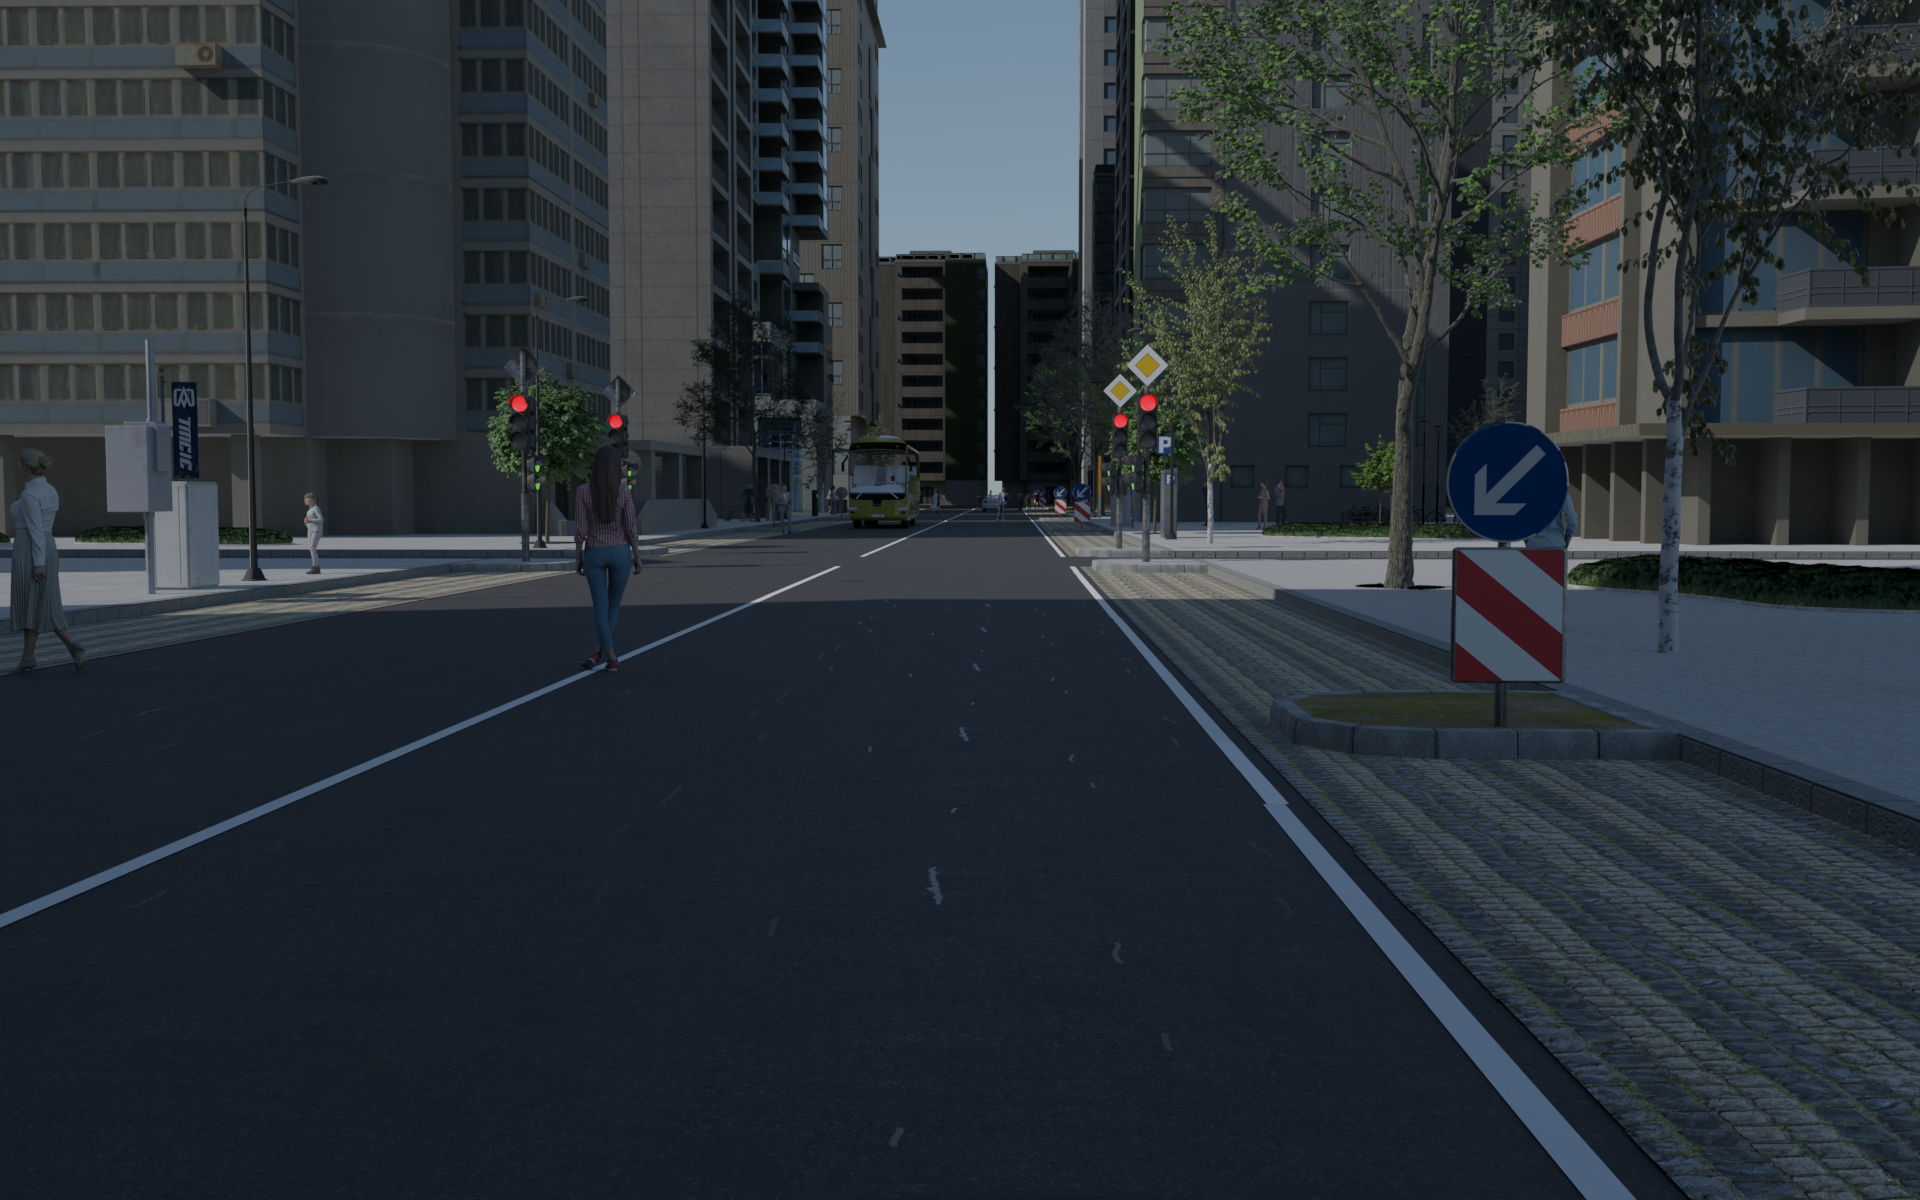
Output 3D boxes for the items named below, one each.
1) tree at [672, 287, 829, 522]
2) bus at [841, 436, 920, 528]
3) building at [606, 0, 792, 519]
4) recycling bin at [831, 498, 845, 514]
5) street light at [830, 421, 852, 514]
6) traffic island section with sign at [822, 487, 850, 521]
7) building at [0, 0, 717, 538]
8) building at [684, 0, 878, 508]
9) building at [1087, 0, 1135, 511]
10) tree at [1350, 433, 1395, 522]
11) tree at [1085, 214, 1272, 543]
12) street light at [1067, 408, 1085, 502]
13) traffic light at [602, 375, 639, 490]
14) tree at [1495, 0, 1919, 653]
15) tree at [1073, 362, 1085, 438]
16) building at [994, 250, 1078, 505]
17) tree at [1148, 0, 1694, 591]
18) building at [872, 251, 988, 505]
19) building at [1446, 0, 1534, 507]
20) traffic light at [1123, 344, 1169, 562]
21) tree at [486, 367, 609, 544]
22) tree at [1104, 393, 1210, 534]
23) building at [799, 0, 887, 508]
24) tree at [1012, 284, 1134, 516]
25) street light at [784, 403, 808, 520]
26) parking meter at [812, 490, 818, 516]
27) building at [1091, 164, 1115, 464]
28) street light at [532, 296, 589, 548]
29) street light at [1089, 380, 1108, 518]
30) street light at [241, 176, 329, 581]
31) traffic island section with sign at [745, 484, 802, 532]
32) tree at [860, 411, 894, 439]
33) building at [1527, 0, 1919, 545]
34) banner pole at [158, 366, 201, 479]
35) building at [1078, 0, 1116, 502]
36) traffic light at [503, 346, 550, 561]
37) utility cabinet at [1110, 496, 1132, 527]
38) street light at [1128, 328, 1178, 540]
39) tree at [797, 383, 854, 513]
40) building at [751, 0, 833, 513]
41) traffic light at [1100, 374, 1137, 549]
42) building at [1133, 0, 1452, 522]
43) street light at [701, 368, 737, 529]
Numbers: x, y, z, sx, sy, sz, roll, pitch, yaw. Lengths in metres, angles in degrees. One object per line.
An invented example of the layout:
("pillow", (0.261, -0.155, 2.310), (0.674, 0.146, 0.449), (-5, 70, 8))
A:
("tree", (-9.597, -8.835, 78.856), (7.601, 10.594, 8.767), (-1, 4, -14))
("bus", (-3.276, -5.191, 76.417), (2.896, 3.916, 12.252), (0, 4, 1))
("building", (-20.351, -40.284, 96.896), (20.563, 71.187, 20.611), (0, 4, 2))
("recycling bin", (-7.977, -6.154, 113.165), (0.722, 1.027, 0.722), (-1, 4, -21))
("street light", (-7.527, -8.374, 109.450), (1.470, 5.913, 1.316), (0, 4, 2))
("traffic island section with sign", (-6.287, -5.133, 92.559), (1.989, 1.847, 2.006), (0, 4, 2))
("building", (-25.809, -22.519, 60.071), (32.217, 40.220, 23.993), (0, 4, 2))
("building", (-20.900, -47.247, 210.743), (20.611, 71.187, 20.563), (0, 4, 2))
("building", (20.806, -42.636, 135.355), (20.563, 71.187, 20.611), (0, 4, 2))
("tree", (13.501, -3.732, 55.623), (1.663, 3.219, 1.824), (0, 3, 0))
("tree", (6.297, -5.772, 44.736), (4.737, 8.622, 4.395), (0, 3, 0))
("street light", (6.692, -7.387, 93.313), (1.470, 5.913, 1.316), (0, 4, 2))
("traffic light", (-8.035, -3.179, 40.895), (0.839, 4.253, 0.868), (0, 4, 2))
("tree", (5.972, -3.876, 13.736), (4.360, 8.622, 3.978), (0, 3, 0))
("tree", (7.132, -7.637, 75.228), (4.737, 8.622, 4.395), (0, 3, 0))
("building", (11.043, -26.688, 208.054), (14.107, 30.474, 14.160), (0, 4, 2))
("tree", (6.133, -5.958, 23.171), (9.928, 11.665, 9.643), (0, 3, 0))
("building", (-3.634, -26.714, 208.482), (14.107, 30.474, 14.160), (0, 4, 2))
("building", (47.340, -45.177, 176.897), (20.611, 71.187, 20.563), (0, 4, 2))
("traffic light", (3.495, -2.671, 32.595), (0.839, 4.253, 0.868), (0, 4, 2))
("tree", (-10.731, -3.743, 44.904), (4.285, 4.588, 4.351), (0, 3, 0))
("tree", (6.305, -4.405, 55.738), (4.285, 4.588, 4.351), (0, 3, 0))
("building", (-22.128, -35.869, 175.697), (27.495, 52.752, 28.713), (0, 4, 2))
("tree", (8.277, -11.728, 102.123), (12.009, 13.543, 11.850), (0, 3, 0))
("street light", (-8.306, -7.019, 87.299), (1.470, 5.913, 1.316), (0, 4, 2))
("parking meter", (-8.362, -5.598, 99.932), (0.372, 1.533, 0.369), (0, 3, 0))
("building", (18.634, -23.395, 154.202), (14.160, 30.474, 14.107), (0, 4, 2))
("street light", (-9.416, -4.178, 40.853), (1.470, 5.913, 1.316), (0, 4, 2))
("street light", (6.036, -6.011, 70.821), (1.470, 5.913, 1.316), (0, 4, 2))
("street light", (-9.917, -3.237, 25.467), (1.470, 5.913, 1.316), (0, 4, 2))
("traffic island section with sign", (-7.041, -3.485, 65.615), (1.989, 1.847, 2.006), (0, 4, 2))
("tree", (-7.518, -12.458, 154.048), (4.737, 8.622, 4.395), (0, 3, 0))
("building", (31.255, -24.255, 51.193), (28.867, 44.769, 22.147), (0, 4, 2))
("banner pole", (-15.349, -2.687, 33.956), (0.863, 3.779, 0.401), (-1, 4, -19))
("building", (22.453, -38.677, 174.367), (21.231, 58.520, 28.212), (0, 4, 2))
("traffic light", (-8.262, -2.691, 32.913), (0.839, 4.253, 0.868), (0, 4, 2))
("utility cabinet", (6.309, -3.477, 68.007), (0.306, 1.237, 1.020), (-2, 4, -31))
("street light", (5.420, -4.656, 48.665), (1.470, 5.913, 1.316), (0, 4, 2))
("tree", (-9.113, -10.076, 115.098), (4.360, 8.622, 3.978), (0, 3, 0))
("building", (-20.520, -50.082, 131.508), (22.319, 86.520, 31.000), (0, 4, 2))
("traffic light", (3.722, -3.159, 40.577), (0.839, 4.253, 0.868), (0, 4, 2))
("building", (15.437, -24.514, 84.399), (14.154, 41.232, 14.086), (0, 4, 2))
("street light", (-8.923, -5.599, 64.083), (1.470, 5.913, 1.316), (0, 4, 2))
